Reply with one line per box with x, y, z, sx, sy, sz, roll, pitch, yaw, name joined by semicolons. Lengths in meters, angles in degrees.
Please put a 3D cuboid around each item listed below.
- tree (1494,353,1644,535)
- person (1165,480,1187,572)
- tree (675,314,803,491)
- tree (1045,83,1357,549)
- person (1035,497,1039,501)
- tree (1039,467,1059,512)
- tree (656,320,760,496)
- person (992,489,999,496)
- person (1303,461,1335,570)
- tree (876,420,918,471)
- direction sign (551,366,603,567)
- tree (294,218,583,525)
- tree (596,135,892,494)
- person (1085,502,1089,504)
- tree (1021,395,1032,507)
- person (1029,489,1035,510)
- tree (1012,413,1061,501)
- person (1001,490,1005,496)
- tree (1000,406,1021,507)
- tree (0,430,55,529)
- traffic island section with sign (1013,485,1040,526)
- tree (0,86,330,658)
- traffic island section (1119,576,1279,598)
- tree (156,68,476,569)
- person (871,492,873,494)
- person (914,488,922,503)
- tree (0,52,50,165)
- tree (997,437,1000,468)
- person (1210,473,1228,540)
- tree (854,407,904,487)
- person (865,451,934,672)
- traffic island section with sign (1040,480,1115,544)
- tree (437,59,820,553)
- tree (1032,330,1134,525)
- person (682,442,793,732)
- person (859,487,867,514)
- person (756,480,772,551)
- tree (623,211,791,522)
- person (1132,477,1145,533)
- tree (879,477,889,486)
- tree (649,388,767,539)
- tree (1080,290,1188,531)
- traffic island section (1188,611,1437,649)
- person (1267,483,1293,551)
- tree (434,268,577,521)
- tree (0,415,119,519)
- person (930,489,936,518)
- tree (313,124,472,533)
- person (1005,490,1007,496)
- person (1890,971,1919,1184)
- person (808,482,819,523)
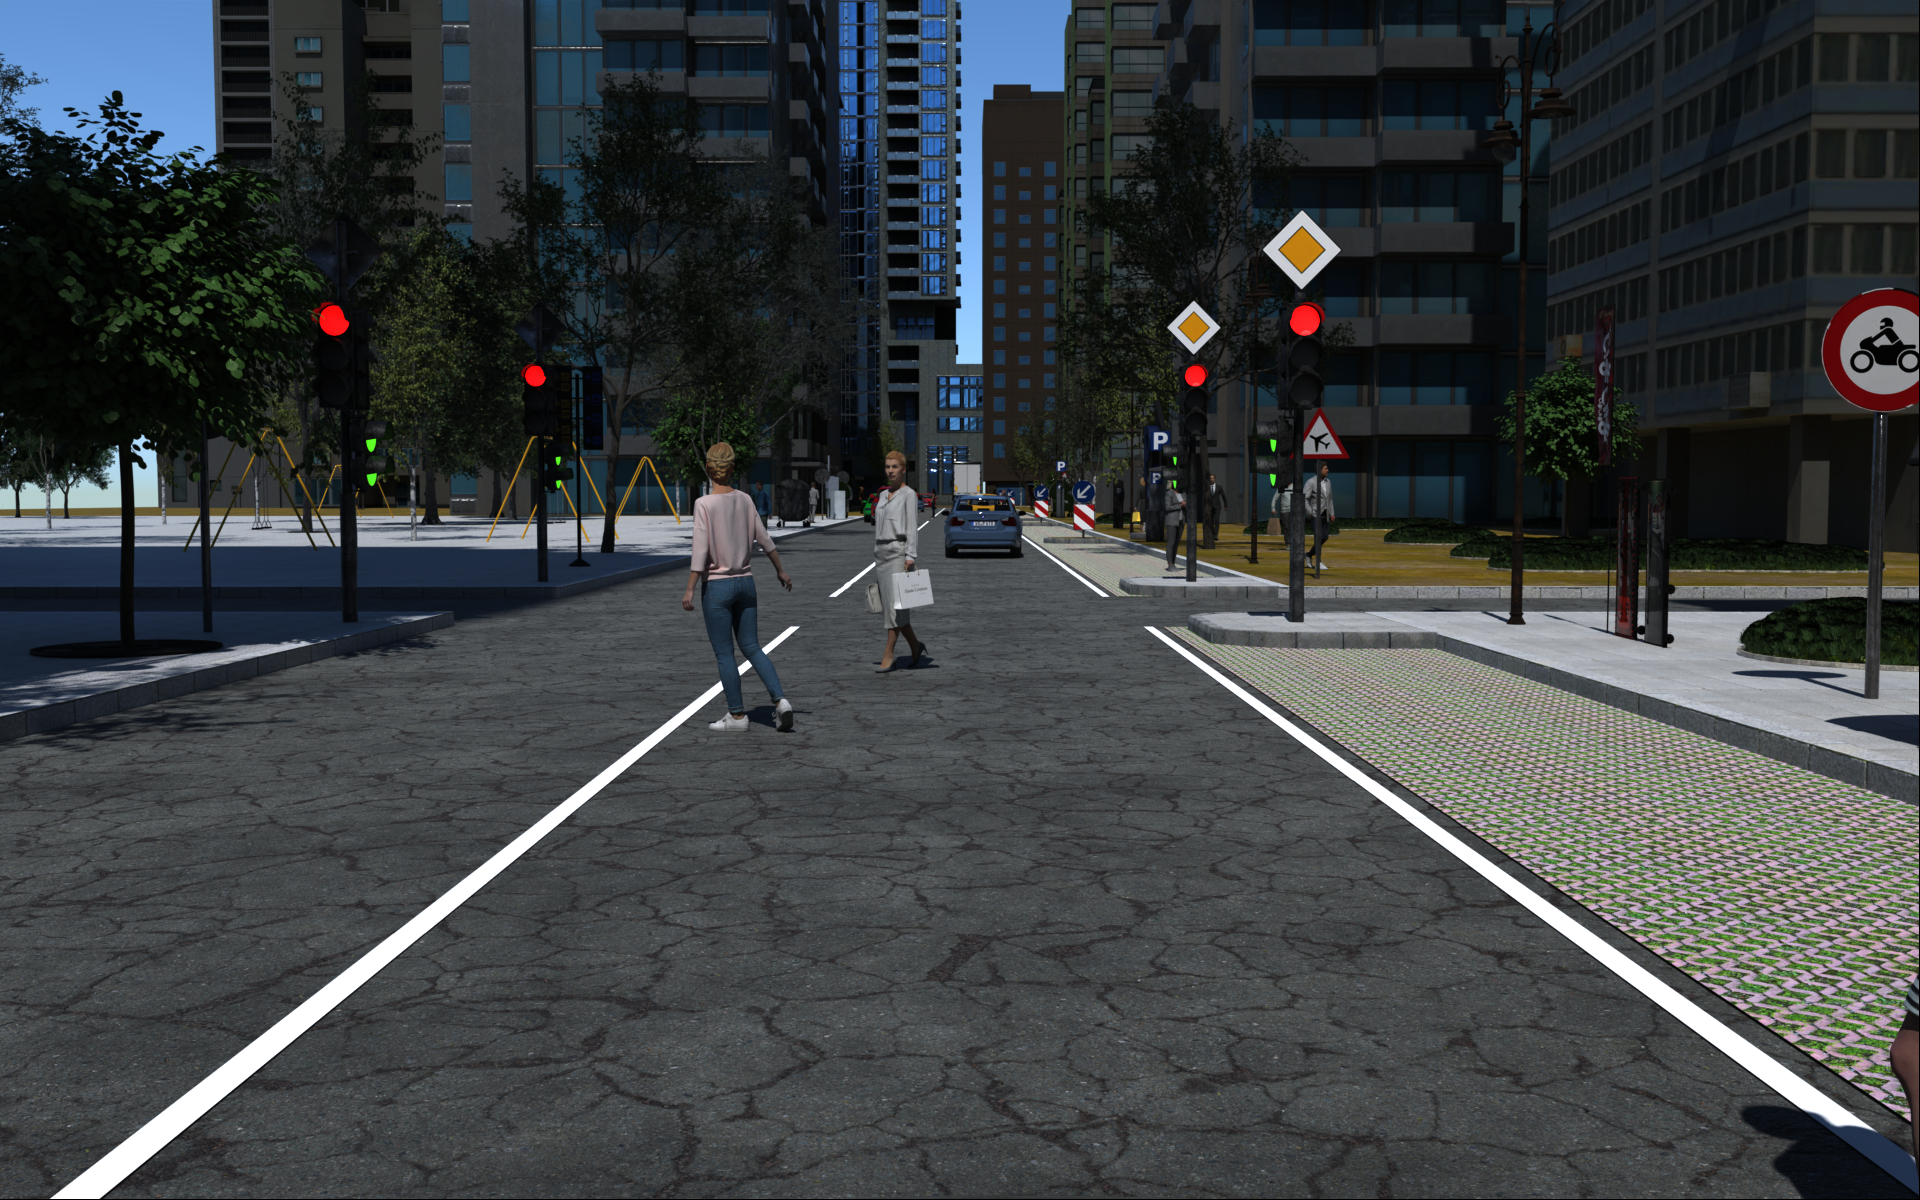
14.087;-3.465;40.362;4.285;4.588;4.351;0;3;0;tree
4.031;-1.424;31.969;0.537;1.800;0.526;-2;4;-27;person
-12.155;-10.323;94.530;9.928;11.665;9.643;0;3;0;tree
5.459;-6.459;40.021;7.601;10.594;8.767;0;4;3;tree
6.386;-8.395;143.329;1.348;1.821;0.705;-3;4;-39;person
6.445;-7.926;124.187;1.663;3.219;1.824;0;3;0;tree
-10.103;-7.317;69.993;4.737;8.622;4.395;0;3;0;tree
2.732;-7.787;135.823;1.348;1.822;0.705;1;4;14;person
6.067;-1.447;29.554;0.661;1.843;0.795;-2;4;-30;person
-6.519;-13.509;171.233;4.360;8.622;3.978;0;3;0;tree
-6.758;-2.365;30.668;0.876;3.537;0.379;-1;4;-11;direction sign
-22.191;-9.485;72.083;9.611;12.733;9.660;0;3;0;tree
-7.297;-9.073;58.708;12.009;13.543;11.850;0;3;0;tree
8.055;-6.387;110.498;1.348;1.821;0.705;0;4;3;person
5.990;-8.177;84.051;4.360;8.622;3.978;0;3;0;tree
5.883;-8.119;139.611;0.721;1.723;1.217;-2;4;-33;person
6.561;-12.152;149.048;4.737;8.622;4.395;0;3;0;tree
3.535;-7.975;139.435;0.434;1.755;0.990;1;4;16;person
5.841;-10.336;119.351;4.360;8.622;3.978;0;3;0;tree
-33.876;-6.958;64.131;4.360;8.622;3.978;0;3;0;tree
3.501;-4.212;77.486;1.989;1.847;2.006;0;3;0;traffic island section with sign
-6.805;-1.853;14.009;4.285;4.588;4.351;0;3;0;tree
3.409;-0.188;25.362;2.009;0.180;2.903;0;3;0;traffic island section
-10.631;-4.832;29.368;4.737;8.622;4.395;0;3;0;tree
-7.962;-9.040;157.080;0.421;1.427;0.697;0;4;7;person
-2.836;-6.162;109.347;0.705;1.812;1.348;3;5;45;person
-24.760;-8.086;42.577;12.009;13.543;11.850;0;3;0;tree
5.755;-13.308;167.951;4.360;8.622;3.978;0;3;0;tree
7.032;-2.577;47.947;0.659;1.850;0.755;1;4;18;person
-6.506;-11.866;144.375;4.737;8.622;4.395;0;3;0;tree
-0.472;-0.320;14.079;0.624;1.780;0.694;-2;4;-28;person
3.451;-2.563;50.531;1.989;1.847;2.006;0;3;0;traffic island section with sign
-7.444;-6.298;37.384;7.601;10.594;8.767;2;4;34;tree
5.460;-7.400;71.347;4.360;8.622;3.978;0;3;0;tree
-1.248;-0.077;10.432;0.598;1.740;0.731;2;4;31;person
-6.297;-6.490;112.682;0.721;1.766;1.217;1;4;18;person
-4.945;-2.132;43.703;0.444;1.785;0.601;-1;4;-21;person
-6.564;-5.836;45.773;4.360;8.622;3.978;0;3;0;tree
6.107;-2.904;53.745;1.509;1.804;0.699;1;4;8;person
-6.979;-10.552;167.130;1.663;3.219;1.824;0;3;0;tree
-7.275;-4.058;50.069;4.285;4.588;4.351;0;3;0;tree
6.357;-6.718;60.208;4.737;8.622;4.395;0;3;0;tree
3.397;0.300;17.377;2.009;0.180;2.903;0;3;0;traffic island section
7.369;-2.004;39.292;0.782;1.767;0.515;0;4;-3;person
-22.068;-10.117;83.536;7.486;12.596;7.792;0;3;0;tree
-53.858;-7.915;92.321;20.602;7.101;11.467;0;4;-2;tree
-1.668;-5.716;102.680;0.721;1.735;1.217;0;4;2;person
-21.530;-8.974;57.091;12.009;13.543;11.850;0;3;0;tree
3.841;-8.200;143.098;1.217;1.766;0.721;-1;4;-16;person
1.766;0.411;2.787;0.522;1.701;0.512;3;5;39;person
-6.492;-4.309;76.701;0.606;1.804;0.583;1;4;9;person
